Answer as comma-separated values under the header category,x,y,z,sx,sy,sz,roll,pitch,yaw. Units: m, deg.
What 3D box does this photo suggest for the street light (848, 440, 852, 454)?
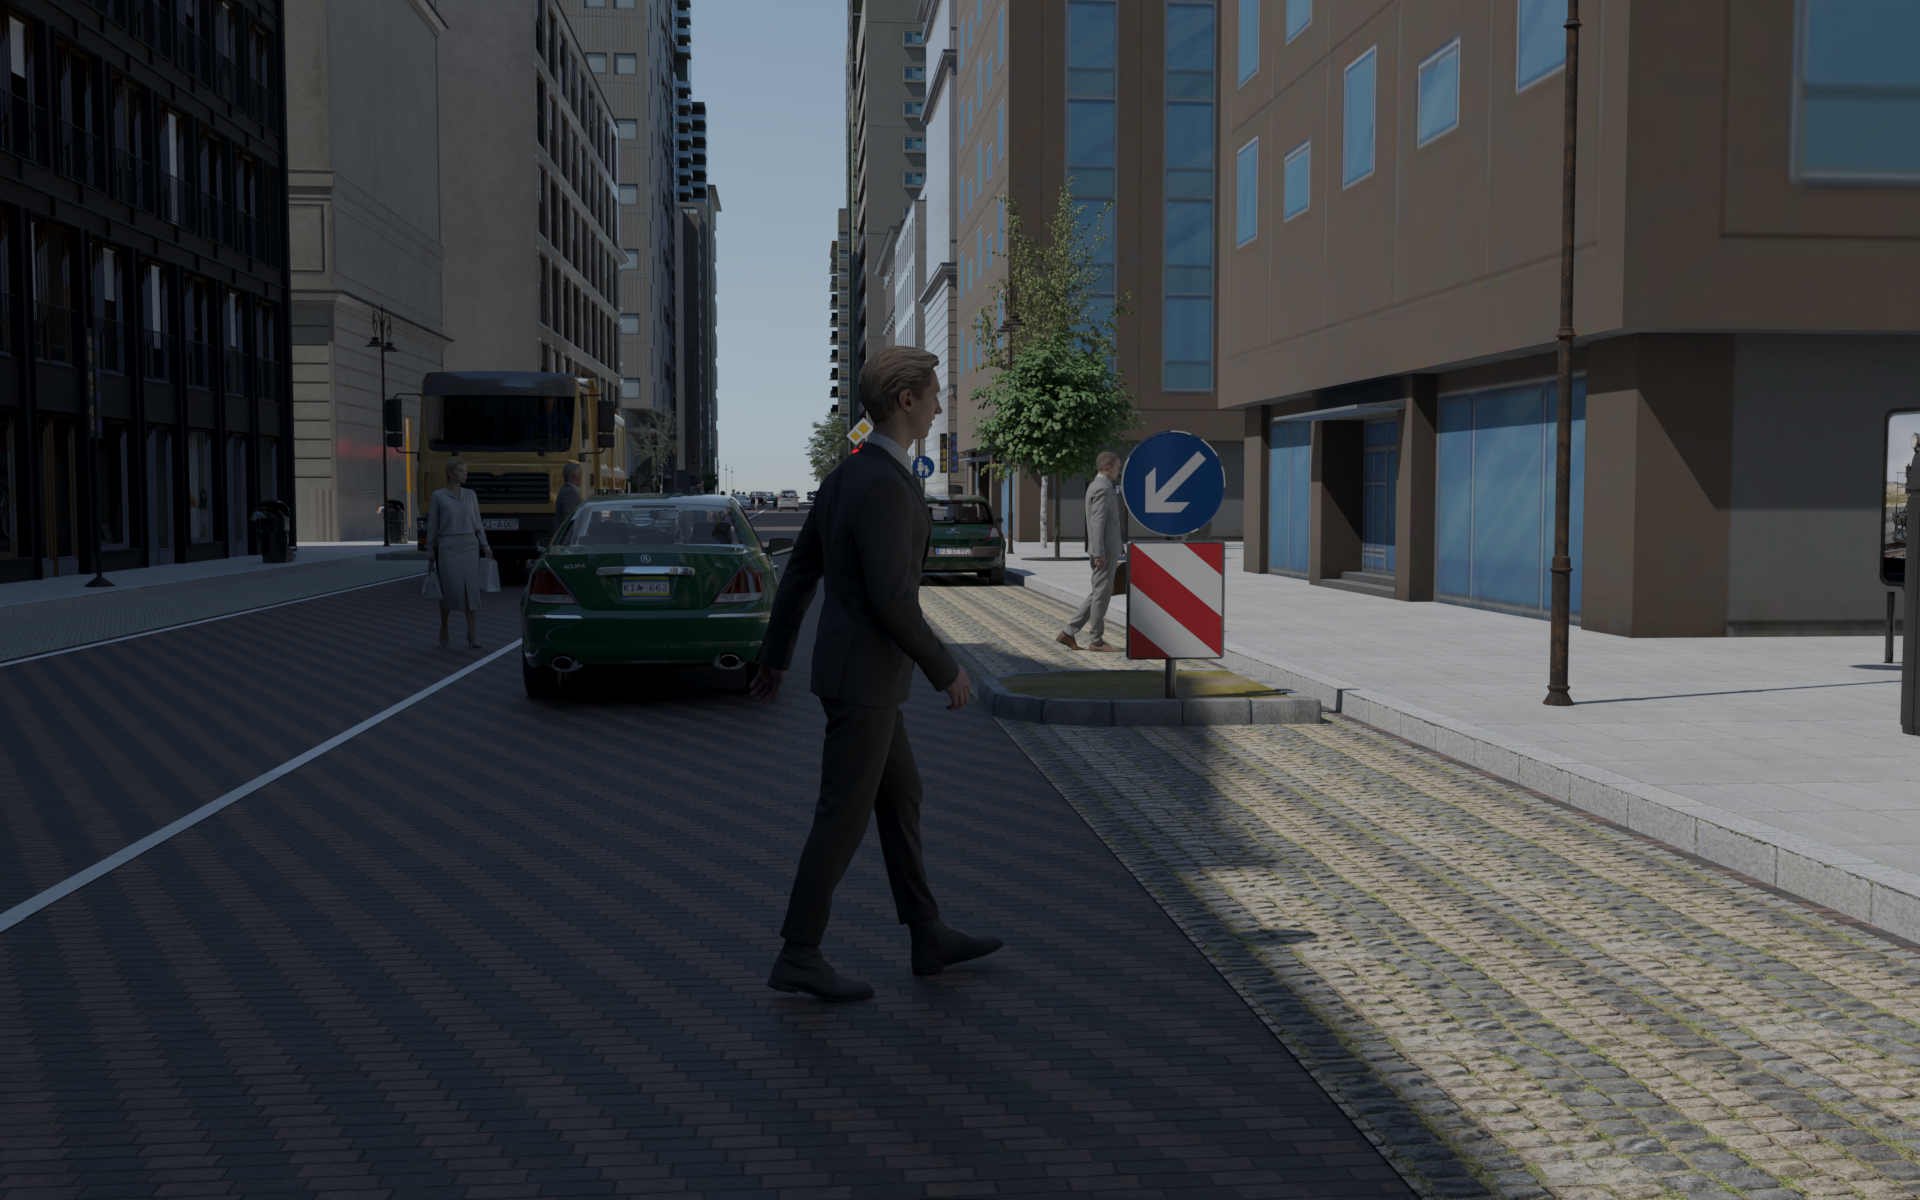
category,x,y,z,sx,sy,sz,roll,pitch,yaw
street light,-9.183,-10.552,145.307,0.468,5.910,1.993,0,4,-5

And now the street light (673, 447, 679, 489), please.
category,x,y,z,sx,sy,sz,roll,pitch,yaw
street light,-24.189,-10.675,147.323,0.468,5.910,1.993,0,4,-5

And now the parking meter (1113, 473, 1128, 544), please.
category,x,y,z,sx,sy,sz,roll,pitch,yaw
parking meter,4.145,-2.377,44.568,0.399,1.863,0.255,1,4,23

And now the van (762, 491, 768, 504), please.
category,x,y,z,sx,sy,sz,roll,pitch,yaw
van,-27.801,-14.372,241.994,2.013,2.044,4.112,0,4,-5

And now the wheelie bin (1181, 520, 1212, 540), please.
category,x,y,z,sx,sy,sz,roll,pitch,yaw
wheelie bin,5.465,-1.981,40.296,0.980,1.594,0.693,-1,4,-13

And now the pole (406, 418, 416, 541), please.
category,x,y,z,sx,sy,sz,roll,pitch,yaw
pole,-14.849,-3.241,46.833,0.158,3.312,0.155,0,3,0

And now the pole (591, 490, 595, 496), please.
category,x,y,z,sx,sy,sz,roll,pitch,yaw
pole,-18.530,-5.723,87.407,0.158,3.312,0.155,0,3,0

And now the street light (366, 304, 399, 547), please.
category,x,y,z,sx,sy,sz,roll,pitch,yaw
street light,-14.041,-4.247,42.227,0.468,5.910,1.993,0,4,-5

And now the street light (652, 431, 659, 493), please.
category,x,y,z,sx,sy,sz,roll,pitch,yaw
street light,-21.868,-9.291,124.698,0.468,5.910,1.993,0,4,-5

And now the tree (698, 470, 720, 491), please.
category,x,y,z,sx,sy,sz,roll,pitch,yaw
tree,-32.364,-14.548,221.570,4.285,4.588,4.351,0,3,0

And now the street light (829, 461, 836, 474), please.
category,x,y,z,sx,sy,sz,roll,pitch,yaw
street light,-14.246,-13.657,196.082,0.468,5.910,1.993,0,4,-5

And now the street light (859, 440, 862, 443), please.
category,x,y,z,sx,sy,sz,roll,pitch,yaw
street light,-6.841,-8.968,119.412,0.468,5.910,1.993,0,4,-5

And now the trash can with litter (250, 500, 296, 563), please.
category,x,y,z,sx,sy,sz,roll,pitch,yaw
trash can with litter,-12.846,-1.290,32.477,0.624,1.170,1.055,0,4,-8

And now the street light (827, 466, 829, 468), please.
category,x,y,z,sx,sy,sz,roll,pitch,yaw
street light,-16.793,-15.273,222.504,0.468,5.910,1.993,0,4,-5

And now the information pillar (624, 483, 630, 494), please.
category,x,y,z,sx,sy,sz,roll,pitch,yaw
information pillar,-21.512,-6.574,111.974,0.304,2.012,0.304,1,4,14

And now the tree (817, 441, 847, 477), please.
category,x,y,z,sx,sy,sz,roll,pitch,yaw
tree,-16.905,-17.219,231.896,4.360,8.622,3.978,0,3,0

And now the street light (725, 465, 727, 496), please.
category,x,y,z,sx,sy,sz,roll,pitch,yaw
street light,-34.592,-17.345,256.384,0.468,5.910,1.993,0,4,-5

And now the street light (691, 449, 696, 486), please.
category,x,y,z,sx,sy,sz,roll,pitch,yaw
street light,-26.580,-12.255,173.149,0.468,5.910,1.993,0,4,-5

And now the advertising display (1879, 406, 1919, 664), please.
category,x,y,z,sx,sy,sz,roll,pitch,yaw
advertising display,7.095,-0.455,12.659,0.123,1.923,0.974,0,4,-7

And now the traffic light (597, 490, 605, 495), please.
category,x,y,z,sx,sy,sz,roll,pitch,yaw
traffic light,-14.732,-5.000,70.676,0.839,4.253,0.868,0,4,-5

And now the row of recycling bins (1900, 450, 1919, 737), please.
category,x,y,z,sx,sy,sz,roll,pitch,yaw
row of recycling bins,6.810,-0.132,9.276,3.534,1.692,1.069,-1,4,-10

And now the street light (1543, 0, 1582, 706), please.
category,x,y,z,sx,sy,sz,roll,pitch,yaw
street light,3.646,-2.299,10.374,0.468,5.910,1.993,0,4,-5

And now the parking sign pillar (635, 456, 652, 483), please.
category,x,y,z,sx,sy,sz,roll,pitch,yaw
parking sign pillar,-22.187,-8.122,121.268,1.447,3.967,1.447,2,4,35

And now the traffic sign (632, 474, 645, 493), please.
category,x,y,z,sx,sy,sz,roll,pitch,yaw
traffic sign,-19.993,-6.579,107.667,0.768,2.556,0.104,0,4,-5

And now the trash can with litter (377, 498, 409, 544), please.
category,x,y,z,sx,sy,sz,roll,pitch,yaw
trash can with litter,-14.574,-2.033,44.624,0.624,1.170,1.055,0,4,-5

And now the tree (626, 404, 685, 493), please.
category,x,y,z,sx,sy,sz,roll,pitch,yaw
tree,-23.980,-11.450,137.573,4.360,8.622,3.978,0,3,0

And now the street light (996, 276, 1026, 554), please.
category,x,y,z,sx,sy,sz,roll,pitch,yaw
street light,1.081,-3.923,36.932,0.468,5.910,1.993,0,4,-5

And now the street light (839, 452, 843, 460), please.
category,x,y,z,sx,sy,sz,roll,pitch,yaw
street light,-11.676,-12.060,169.968,0.468,5.910,1.993,0,4,-5

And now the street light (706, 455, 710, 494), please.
category,x,y,z,sx,sy,sz,roll,pitch,yaw
street light,-29.097,-13.873,199.602,0.468,5.910,1.993,0,4,-5

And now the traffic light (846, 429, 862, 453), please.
category,x,y,z,sx,sy,sz,roll,pitch,yaw
traffic light,-4.320,-5.062,71.686,0.839,4.253,0.868,0,4,-5

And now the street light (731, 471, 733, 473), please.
category,x,y,z,sx,sy,sz,roll,pitch,yaw
street light,-37.153,-18.924,282.194,0.468,5.910,1.993,0,4,-5

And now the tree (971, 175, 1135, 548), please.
category,x,y,z,sx,sy,sz,roll,pitch,yaw
tree,2.018,-5.535,40.867,4.737,8.622,4.395,0,3,0

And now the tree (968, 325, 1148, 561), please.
category,x,y,z,sx,sy,sz,roll,pitch,yaw
tree,1.961,-3.050,33.577,4.285,4.588,4.351,0,3,0

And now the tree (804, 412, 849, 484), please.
category,x,y,z,sx,sy,sz,roll,pitch,yaw
tree,-17.652,-19.600,238.589,7.486,12.596,7.792,0,3,0

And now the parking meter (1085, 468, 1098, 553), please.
category,x,y,z,sx,sy,sz,roll,pitch,yaw
parking meter,2.910,-1.976,38.012,0.255,1.863,0.399,1,4,22

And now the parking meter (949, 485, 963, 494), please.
category,x,y,z,sx,sy,sz,roll,pitch,yaw
parking meter,-0.106,-2.308,46.140,0.372,1.533,0.369,0,3,0

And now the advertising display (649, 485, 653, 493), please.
category,x,y,z,sx,sy,sz,roll,pitch,yaw
advertising display,-20.919,-6.836,116.974,0.123,1.923,0.974,-2,4,-24

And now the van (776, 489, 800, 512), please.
category,x,y,z,sx,sy,sz,roll,pitch,yaw
van,-14.158,-8.295,142.642,2.013,2.044,4.112,0,4,-7

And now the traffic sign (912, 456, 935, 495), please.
category,x,y,z,sx,sy,sz,roll,pitch,yaw
traffic sign,-1.213,-3.503,57.385,0.768,2.556,0.104,0,4,4

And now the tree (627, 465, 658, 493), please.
category,x,y,z,sx,sy,sz,roll,pitch,yaw
tree,-21.382,-7.371,115.122,1.663,3.219,1.824,0,3,0

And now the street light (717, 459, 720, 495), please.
category,x,y,z,sx,sy,sz,roll,pitch,yaw
street light,-32.093,-15.746,230.236,0.468,5.910,1.993,0,4,-5

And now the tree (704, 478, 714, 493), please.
category,x,y,z,sx,sy,sz,roll,pitch,yaw
tree,-30.106,-13.143,209.487,1.663,3.219,1.824,0,3,0

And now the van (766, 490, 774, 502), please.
category,x,y,z,sx,sy,sz,roll,pitch,yaw
van,-30.811,-16.706,280.158,2.013,2.044,4.112,0,4,-6

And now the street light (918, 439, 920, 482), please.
category,x,y,z,sx,sy,sz,roll,pitch,yaw
street light,-1.491,-5.524,63.110,0.468,5.910,1.993,0,4,-5
